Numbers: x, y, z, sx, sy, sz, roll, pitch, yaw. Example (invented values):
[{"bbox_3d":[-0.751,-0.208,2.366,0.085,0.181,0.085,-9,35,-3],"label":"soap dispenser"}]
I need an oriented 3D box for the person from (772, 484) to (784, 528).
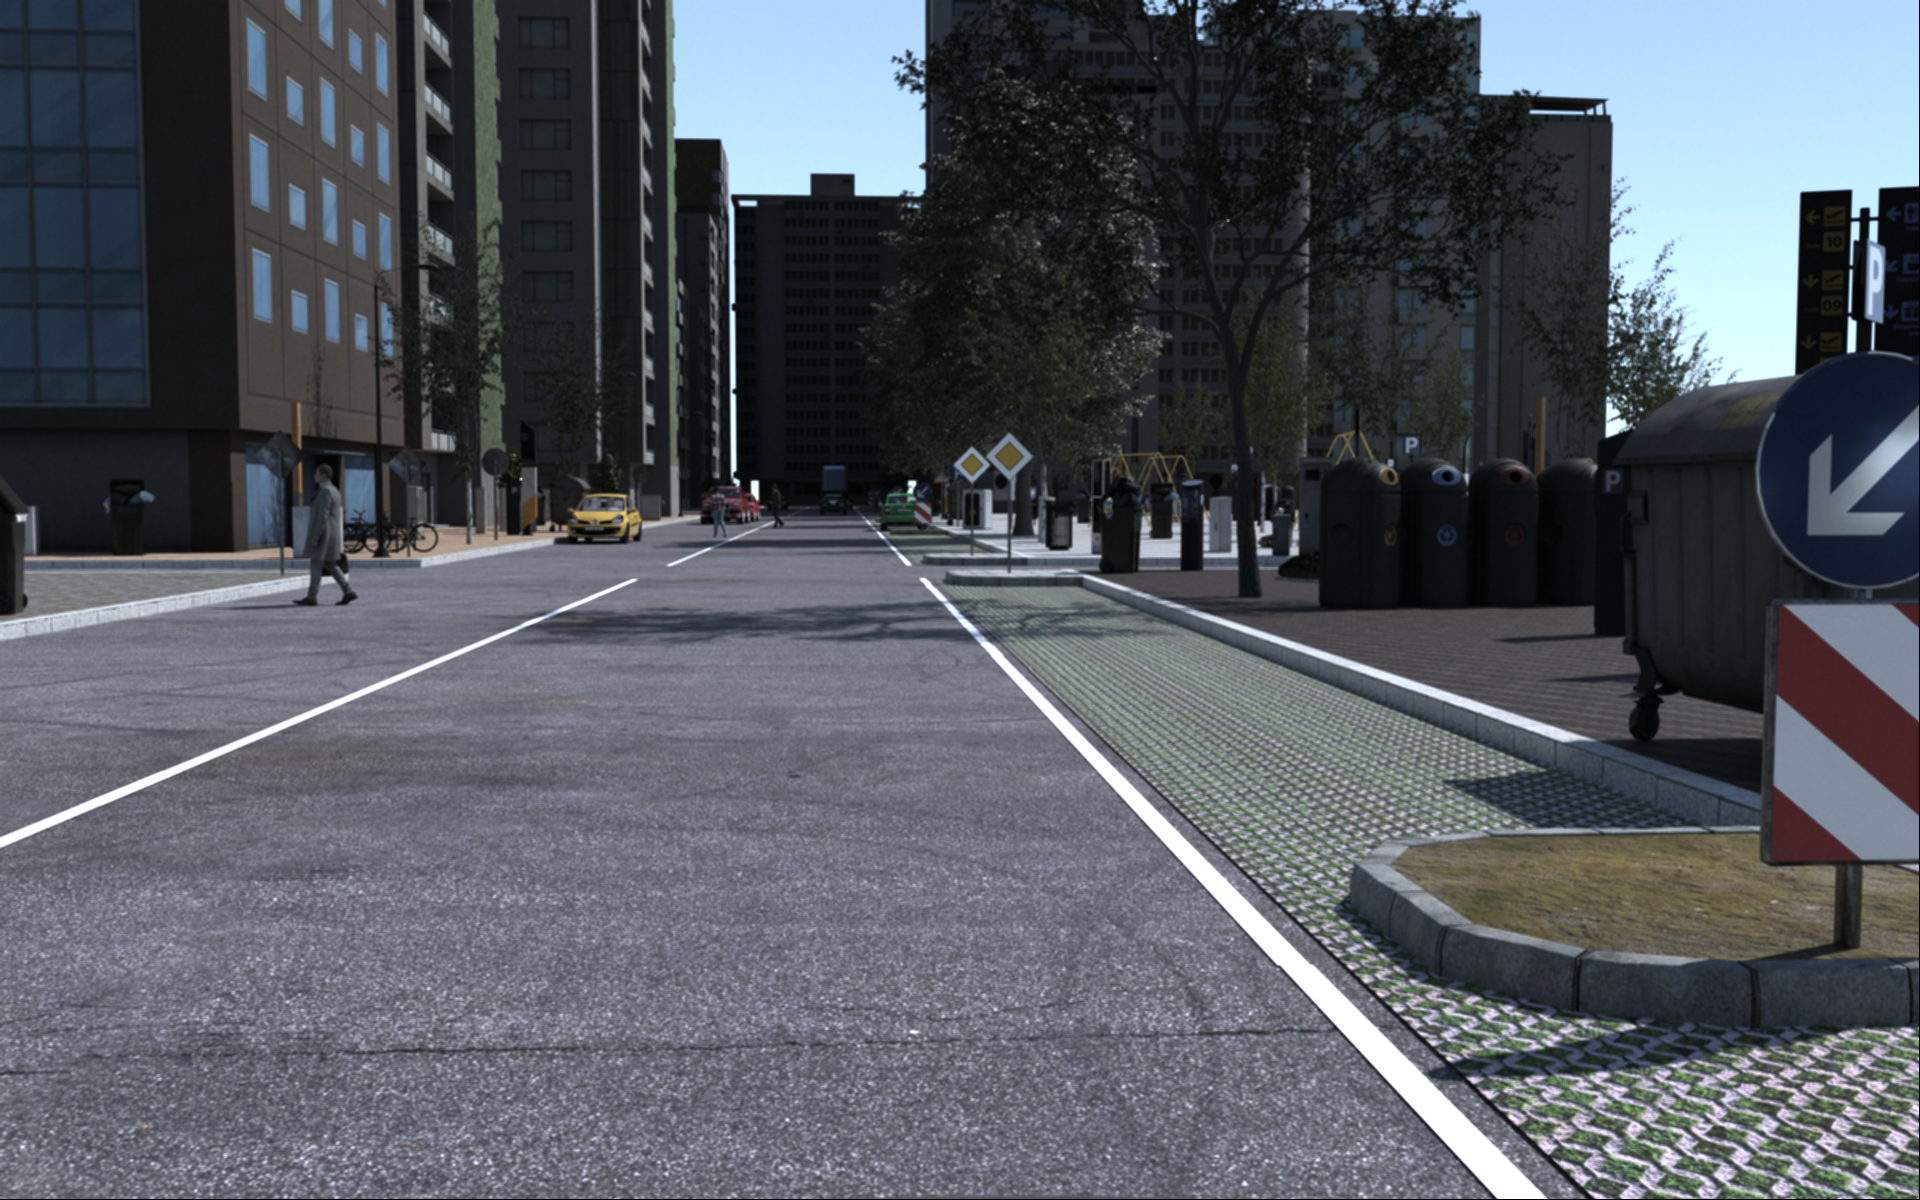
[{"bbox_3d":[-7.705,-3.936,72.768,0.656,1.842,0.836,2,4,34],"label":"person"}]

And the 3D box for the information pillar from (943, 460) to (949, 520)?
[{"bbox_3d":[-0.656,-5.814,86.420,0.183,3.616,0.504,-1,4,-20],"label":"information pillar"}]

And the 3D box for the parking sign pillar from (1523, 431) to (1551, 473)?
[{"bbox_3d":[24.876,-5.268,74.601,1.447,3.967,1.447,-2,4,-24],"label":"parking sign pillar"}]

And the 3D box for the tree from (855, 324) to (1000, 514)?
[{"bbox_3d":[-1.649,-12.348,112.254,12.009,13.543,11.850,0,3,0],"label":"tree"}]

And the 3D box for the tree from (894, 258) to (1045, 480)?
[{"bbox_3d":[0.661,-9.768,77.832,7.486,12.596,7.792,0,3,0],"label":"tree"}]

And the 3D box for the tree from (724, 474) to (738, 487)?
[{"bbox_3d":[-21.728,-10.306,163.111,1.663,3.219,1.824,0,3,0],"label":"tree"}]

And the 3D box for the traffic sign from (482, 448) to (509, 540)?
[{"bbox_3d":[-12.920,-2.939,48.158,0.768,2.556,0.104,0,4,1],"label":"traffic sign"}]

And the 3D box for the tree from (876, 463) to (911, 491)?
[{"bbox_3d":[-6.082,-10.739,159.302,4.285,4.588,4.351,0,3,0],"label":"tree"}]

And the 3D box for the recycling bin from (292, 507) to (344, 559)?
[{"bbox_3d":[-12.842,-1.352,34.651,0.722,1.027,0.722,1,4,11],"label":"recycling bin"}]

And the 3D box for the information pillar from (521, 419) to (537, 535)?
[{"bbox_3d":[-13.371,-3.812,53.682,0.504,3.616,0.183,1,4,12],"label":"information pillar"}]

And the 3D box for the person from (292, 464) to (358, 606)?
[{"bbox_3d":[-8.176,-0.835,22.252,0.767,1.812,0.694,0,4,-6],"label":"person"}]

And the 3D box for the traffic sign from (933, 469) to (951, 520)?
[{"bbox_3d":[-0.899,-5.188,84.829,0.884,2.594,0.081,0,4,1],"label":"traffic sign"}]

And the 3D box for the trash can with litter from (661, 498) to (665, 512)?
[{"bbox_3d":[-15.021,-4.547,85.732,0.624,1.170,1.055,0,4,2],"label":"trash can with litter"}]

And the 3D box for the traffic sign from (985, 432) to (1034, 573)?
[{"bbox_3d":[0.795,-1.490,27.998,0.795,2.450,0.064,0,4,-4],"label":"traffic sign"}]

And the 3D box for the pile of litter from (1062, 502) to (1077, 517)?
[{"bbox_3d":[6.233,-5.243,99.681,1.176,0.858,1.719,1,4,18],"label":"pile of litter"}]

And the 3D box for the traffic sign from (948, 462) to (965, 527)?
[{"bbox_3d":[-0.082,-4.146,67.895,0.768,2.556,0.104,0,4,5],"label":"traffic sign"}]

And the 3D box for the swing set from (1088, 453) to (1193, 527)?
[{"bbox_3d":[6.948,-4.229,66.763,2.862,2.851,3.119,-2,4,-26],"label":"swing set"}]

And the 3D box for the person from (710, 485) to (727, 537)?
[{"bbox_3d":[-8.076,-2.964,57.798,0.563,1.720,0.643,-2,4,-27],"label":"person"}]

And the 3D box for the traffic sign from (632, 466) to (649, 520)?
[{"bbox_3d":[-14.612,-4.843,79.282,0.768,2.556,0.104,0,4,-1],"label":"traffic sign"}]

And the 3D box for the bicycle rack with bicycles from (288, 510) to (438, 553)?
[{"bbox_3d":[-13.029,-1.525,38.311,2.925,0.926,2.852,0,4,-4],"label":"bicycle rack with bicycles"}]

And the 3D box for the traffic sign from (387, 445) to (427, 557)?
[{"bbox_3d":[-11.221,-1.930,35.200,0.795,2.450,0.064,0,4,-4],"label":"traffic sign"}]

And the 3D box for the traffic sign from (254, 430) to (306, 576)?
[{"bbox_3d":[-10.674,-1.443,27.233,0.795,2.450,0.064,0,4,-4],"label":"traffic sign"}]

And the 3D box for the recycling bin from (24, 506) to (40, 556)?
[{"bbox_3d":[-19.498,-1.424,35.837,0.722,1.027,0.722,-1,4,-21],"label":"recycling bin"}]

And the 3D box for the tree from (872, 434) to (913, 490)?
[{"bbox_3d":[-5.615,-12.356,152.384,4.737,8.622,4.395,0,3,0],"label":"tree"}]

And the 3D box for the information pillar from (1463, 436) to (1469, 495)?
[{"bbox_3d":[20.457,-4.813,70.052,0.183,3.616,0.504,2,4,34],"label":"information pillar"}]

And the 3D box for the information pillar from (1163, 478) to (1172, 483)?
[{"bbox_3d":[9.540,-4.595,79.616,0.304,2.012,0.304,-3,5,-43],"label":"information pillar"}]

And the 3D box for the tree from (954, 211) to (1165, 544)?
[{"bbox_3d":[2.079,-5.740,44.208,4.737,8.622,4.395,0,3,0],"label":"tree"}]

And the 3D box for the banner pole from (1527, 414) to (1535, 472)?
[{"bbox_3d":[18.000,-3.931,54.291,0.401,3.779,0.863,-2,4,-31],"label":"banner pole"}]

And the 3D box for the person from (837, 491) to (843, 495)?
[{"bbox_3d":[-9.884,-8.209,143.527,0.445,1.727,0.742,1,4,17],"label":"person"}]

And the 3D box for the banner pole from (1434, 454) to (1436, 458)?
[{"bbox_3d":[29.473,-7.242,108.423,0.863,3.779,0.401,2,4,26],"label":"banner pole"}]

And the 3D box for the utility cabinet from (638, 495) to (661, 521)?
[{"bbox_3d":[-14.975,-4.429,83.574,1.020,1.237,0.306,0,4,-3],"label":"utility cabinet"}]

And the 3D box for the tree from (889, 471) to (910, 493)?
[{"bbox_3d":[-4.987,-9.298,146.624,1.663,3.219,1.824,0,3,0],"label":"tree"}]

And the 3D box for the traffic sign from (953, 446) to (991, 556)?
[{"bbox_3d":[0.247,-1.977,35.964,0.795,2.450,0.064,0,4,-4],"label":"traffic sign"}]

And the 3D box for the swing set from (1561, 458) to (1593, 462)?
[{"bbox_3d":[27.408,-4.871,77.259,2.862,2.851,3.119,0,4,-3],"label":"swing set"}]

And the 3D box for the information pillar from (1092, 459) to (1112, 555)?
[{"bbox_3d":[3.007,-1.977,36.822,0.304,2.012,0.304,3,5,40],"label":"information pillar"}]

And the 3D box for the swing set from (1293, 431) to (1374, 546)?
[{"bbox_3d":[9.815,-2.824,43.791,2.862,2.851,3.119,0,4,5],"label":"swing set"}]

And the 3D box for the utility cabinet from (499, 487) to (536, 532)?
[{"bbox_3d":[-14.950,-3.049,58.537,1.173,1.500,0.318,-2,4,-30],"label":"utility cabinet"}]

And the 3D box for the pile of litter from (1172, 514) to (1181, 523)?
[{"bbox_3d":[9.541,-3.929,78.211,1.719,0.858,1.176,0,4,1],"label":"pile of litter"}]

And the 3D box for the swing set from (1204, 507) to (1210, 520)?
[{"bbox_3d":[8.528,-4.516,71.455,2.862,2.851,3.119,-1,4,-19],"label":"swing set"}]

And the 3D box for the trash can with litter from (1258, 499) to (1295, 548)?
[{"bbox_3d":[7.525,-1.837,41.427,0.624,1.170,1.055,-2,4,-30],"label":"trash can with litter"}]

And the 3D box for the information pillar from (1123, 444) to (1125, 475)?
[{"bbox_3d":[7.597,-5.460,80.631,0.183,3.616,0.504,0,4,-3],"label":"information pillar"}]

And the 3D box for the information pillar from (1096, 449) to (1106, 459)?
[{"bbox_3d":[6.840,-5.674,84.122,0.504,3.616,0.183,-1,4,-12],"label":"information pillar"}]

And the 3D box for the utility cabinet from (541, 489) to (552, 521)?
[{"bbox_3d":[-19.346,-4.399,80.604,1.173,1.500,0.318,-1,4,-16],"label":"utility cabinet"}]

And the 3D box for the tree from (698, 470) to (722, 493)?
[{"bbox_3d":[-19.604,-8.577,134.839,1.663,3.219,1.824,0,3,0],"label":"tree"}]

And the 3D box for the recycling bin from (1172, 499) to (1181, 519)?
[{"bbox_3d":[10.429,-4.375,84.091,0.722,1.027,0.722,0,4,-7],"label":"recycling bin"}]

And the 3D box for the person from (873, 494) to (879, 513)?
[{"bbox_3d":[-6.279,-7.222,129.808,0.421,1.427,0.697,1,4,12],"label":"person"}]
